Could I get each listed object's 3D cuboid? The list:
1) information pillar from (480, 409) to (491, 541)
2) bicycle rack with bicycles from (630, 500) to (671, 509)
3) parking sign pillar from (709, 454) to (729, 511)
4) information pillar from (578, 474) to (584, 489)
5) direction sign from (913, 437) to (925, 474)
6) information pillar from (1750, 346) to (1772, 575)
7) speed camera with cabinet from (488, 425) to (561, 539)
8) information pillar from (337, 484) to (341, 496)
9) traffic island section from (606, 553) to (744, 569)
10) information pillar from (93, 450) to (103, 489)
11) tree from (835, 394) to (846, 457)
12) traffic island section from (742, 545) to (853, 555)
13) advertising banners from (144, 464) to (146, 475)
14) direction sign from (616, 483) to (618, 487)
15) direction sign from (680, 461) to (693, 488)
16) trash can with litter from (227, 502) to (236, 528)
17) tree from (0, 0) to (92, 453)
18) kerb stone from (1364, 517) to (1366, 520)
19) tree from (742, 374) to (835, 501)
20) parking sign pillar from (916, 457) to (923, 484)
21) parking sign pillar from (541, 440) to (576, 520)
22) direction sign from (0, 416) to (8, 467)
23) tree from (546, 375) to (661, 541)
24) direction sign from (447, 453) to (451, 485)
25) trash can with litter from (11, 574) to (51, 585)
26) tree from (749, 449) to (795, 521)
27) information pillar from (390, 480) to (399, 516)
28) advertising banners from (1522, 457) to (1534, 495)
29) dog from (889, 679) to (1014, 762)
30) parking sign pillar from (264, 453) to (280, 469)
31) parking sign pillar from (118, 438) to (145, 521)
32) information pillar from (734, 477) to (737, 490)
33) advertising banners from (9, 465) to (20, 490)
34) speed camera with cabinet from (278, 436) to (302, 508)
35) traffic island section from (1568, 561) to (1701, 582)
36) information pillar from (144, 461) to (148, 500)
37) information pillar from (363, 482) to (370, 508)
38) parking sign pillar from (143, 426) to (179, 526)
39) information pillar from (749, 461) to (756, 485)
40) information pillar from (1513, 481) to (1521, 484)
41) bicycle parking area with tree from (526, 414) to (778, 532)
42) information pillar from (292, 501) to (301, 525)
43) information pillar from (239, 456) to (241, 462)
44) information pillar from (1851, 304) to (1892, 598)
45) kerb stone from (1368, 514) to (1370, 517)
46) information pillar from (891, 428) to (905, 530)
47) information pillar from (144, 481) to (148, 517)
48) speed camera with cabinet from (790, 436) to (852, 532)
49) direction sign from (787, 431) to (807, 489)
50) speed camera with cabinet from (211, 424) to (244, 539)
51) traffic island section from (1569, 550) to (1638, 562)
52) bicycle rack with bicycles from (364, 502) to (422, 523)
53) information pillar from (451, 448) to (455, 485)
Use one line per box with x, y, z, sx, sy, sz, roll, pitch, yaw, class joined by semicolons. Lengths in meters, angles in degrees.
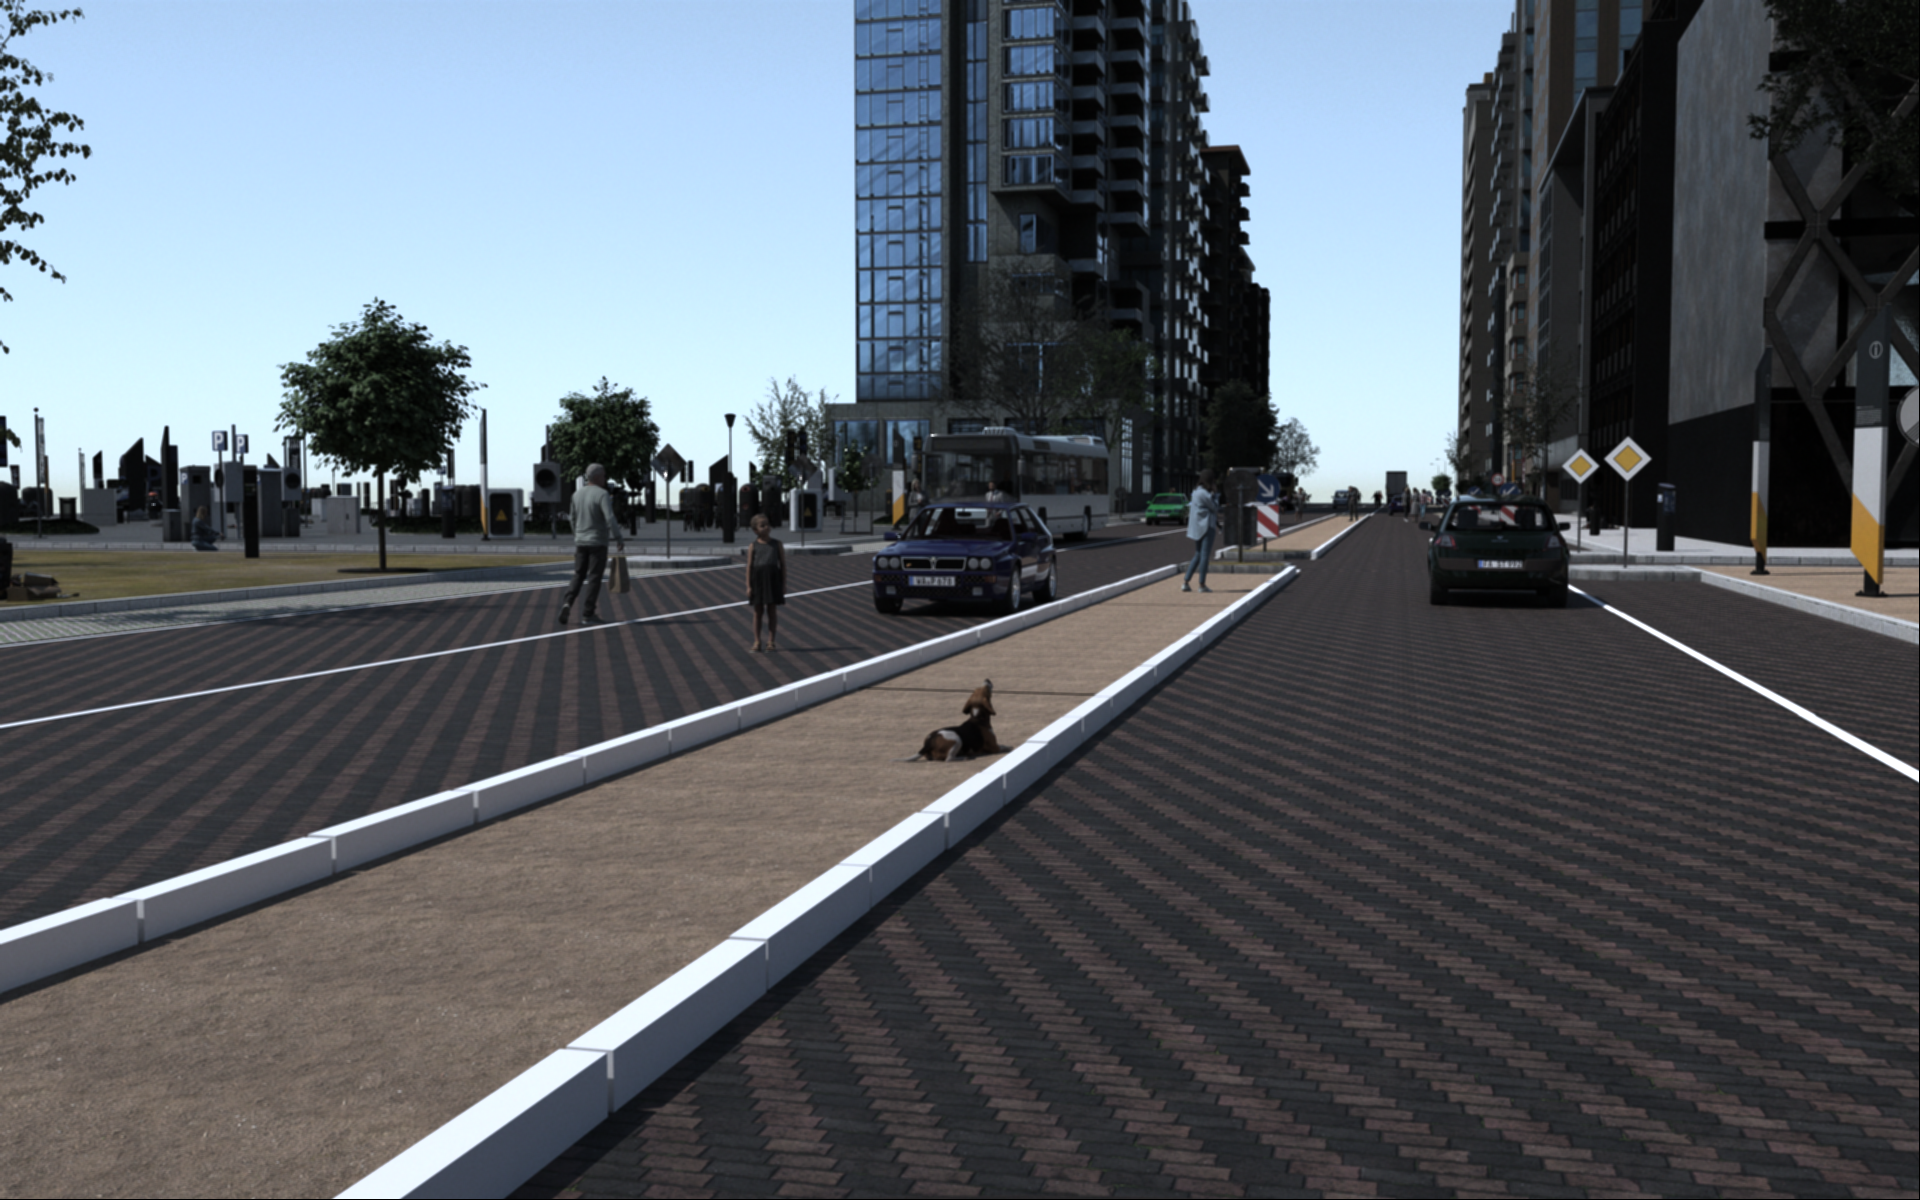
-13.148;-3.455;47.836;0.183;3.616;0.504;-2;4;-28;information pillar
-19.362;-5.728;107.039;2.852;0.926;2.925;3;5;44;bicycle rack with bicycles
-16.265;-7.865;117.061;1.447;3.967;1.447;0;4;4;parking sign pillar
-17.711;-5.483;81.007;0.183;3.616;0.504;-3;5;-41;information pillar
-1.405;-4.666;68.290;0.876;3.537;0.379;1;4;8;direction sign
12.668;-2.203;27.377;0.183;3.616;0.504;3;5;44;information pillar
-12.467;-3.367;49.386;2.038;3.252;0.660;0;4;-3;speed camera with cabinet
-43.301;-7.121;120.920;0.304;2.012;0.304;0;4;4;information pillar
-5.806;-0.740;34.376;2.009;0.180;2.903;1;4;14;traffic island section
-45.913;-6.174;92.298;0.183;3.616;0.504;2;4;33;information pillar
-9.851;-10.259;118.098;4.737;8.622;4.395;0;3;0;tree
-3.845;-1.213;42.117;2.009;0.180;2.903;1;4;14;traffic island section
-49.018;-6.474;102.042;2.074;3.025;0.090;0;4;-5;advertising banners
-17.966;-6.036;90.690;0.876;3.537;0.379;3;4;36;direction sign
-18.443;-7.645;116.992;0.876;3.537;0.379;-1;4;-18;direction sign
-27.363;-3.365;66.073;1.678;1.210;2.233;-1;4;-14;trash can with litter
-11.642;-4.211;19.207;4.737;8.622;4.395;0;3;0;tree
20.540;-4.056;88.514;0.120;0.150;1.000;1;4;14;kerb stone
-10.846;-9.489;105.514;4.737;8.622;4.395;0;3;0;tree
-1.762;-6.548;95.532;1.447;3.967;1.447;0;4;-6;parking sign pillar
-15.631;-4.833;67.498;1.447;3.967;1.447;1;4;17;parking sign pillar
-28.018;-3.551;50.059;0.876;3.537;0.379;-2;4;-30;direction sign
-9.809;-3.935;48.052;4.285;4.588;4.351;0;3;0;tree
-25.265;-5.732;85.722;0.379;3.537;0.876;0;4;-5;direction sign
-14.022;-0.813;24.354;2.233;1.210;1.678;-1;4;-11;trash can with litter
-8.315;-4.890;74.548;1.663;3.219;1.824;0;3;0;tree
-28.680;-5.096;87.812;0.304;2.012;0.304;2;4;24;information pillar
26.551;-5.189;81.034;0.090;3.025;2.074;0;4;5;advertising banners
-0.052;0.657;9.457;0.748;0.427;0.550;0;4;-6;dog
-45.352;-7.691;114.216;1.447;3.967;1.447;3;4;38;parking sign pillar
-39.293;-5.729;82.147;1.447;3.967;1.447;1;4;11;parking sign pillar
-9.987;-4.380;76.101;0.304;2.012;0.304;1;4;22;information pillar
-56.061;-6.617;104.368;2.074;3.025;0.090;-2;4;-26;advertising banners
-23.378;-3.934;58.649;0.660;3.252;2.038;3;5;41;speed camera with cabinet
11.538;-0.472;29.993;2.009;0.180;2.903;1;4;14;traffic island section
-53.603;-7.492;113.850;0.183;3.616;0.504;1;4;14;information pillar
-36.910;-6.317;107.780;0.304;2.012;0.304;-3;5;-42;information pillar
-31.544;-4.932;69.103;1.447;3.967;1.447;-2;4;-32;parking sign pillar
-14.539;-7.960;121.501;0.504;3.616;0.183;-1;4;-22;information pillar
31.116;-5.648;96.838;0.304;2.012;0.304;-3;4;-39;information pillar
-10.842;-4.595;62.126;8.231;4.147;9.016;1;4;19;bicycle parking area with tree
-26.631;-3.964;69.302;0.304;2.012;0.304;2;4;30;information pillar
-44.224;-7.051;106.633;0.183;3.616;0.504;-3;4;-37;information pillar
11.366;-1.850;21.603;0.183;3.616;0.504;-1;4;-13;information pillar
23.306;-4.724;99.438;0.120;0.150;1.000;1;4;14;kerb stone
-2.173;-4.265;61.088;0.504;3.616;0.183;2;4;35;information pillar
-46.492;-5.756;98.597;0.304;2.012;0.304;2;4;26;information pillar
-4.720;-3.943;58.808;2.038;3.252;0.660;-1;4;-22;speed camera with cabinet
-5.846;-4.292;62.175;0.876;3.537;0.379;-3;5;-42;direction sign
-21.263;-3.379;49.575;2.038;3.252;0.660;3;5;41;speed camera with cabinet
13.499;-0.945;37.735;2.009;0.180;2.903;1;4;14;traffic island section
-25.068;-3.855;76.413;2.852;0.926;2.925;0;4;-1;bicycle rack with bicycles
-25.952;-5.948;88.608;0.183;3.616;0.504;-2;4;-31;information pillar
